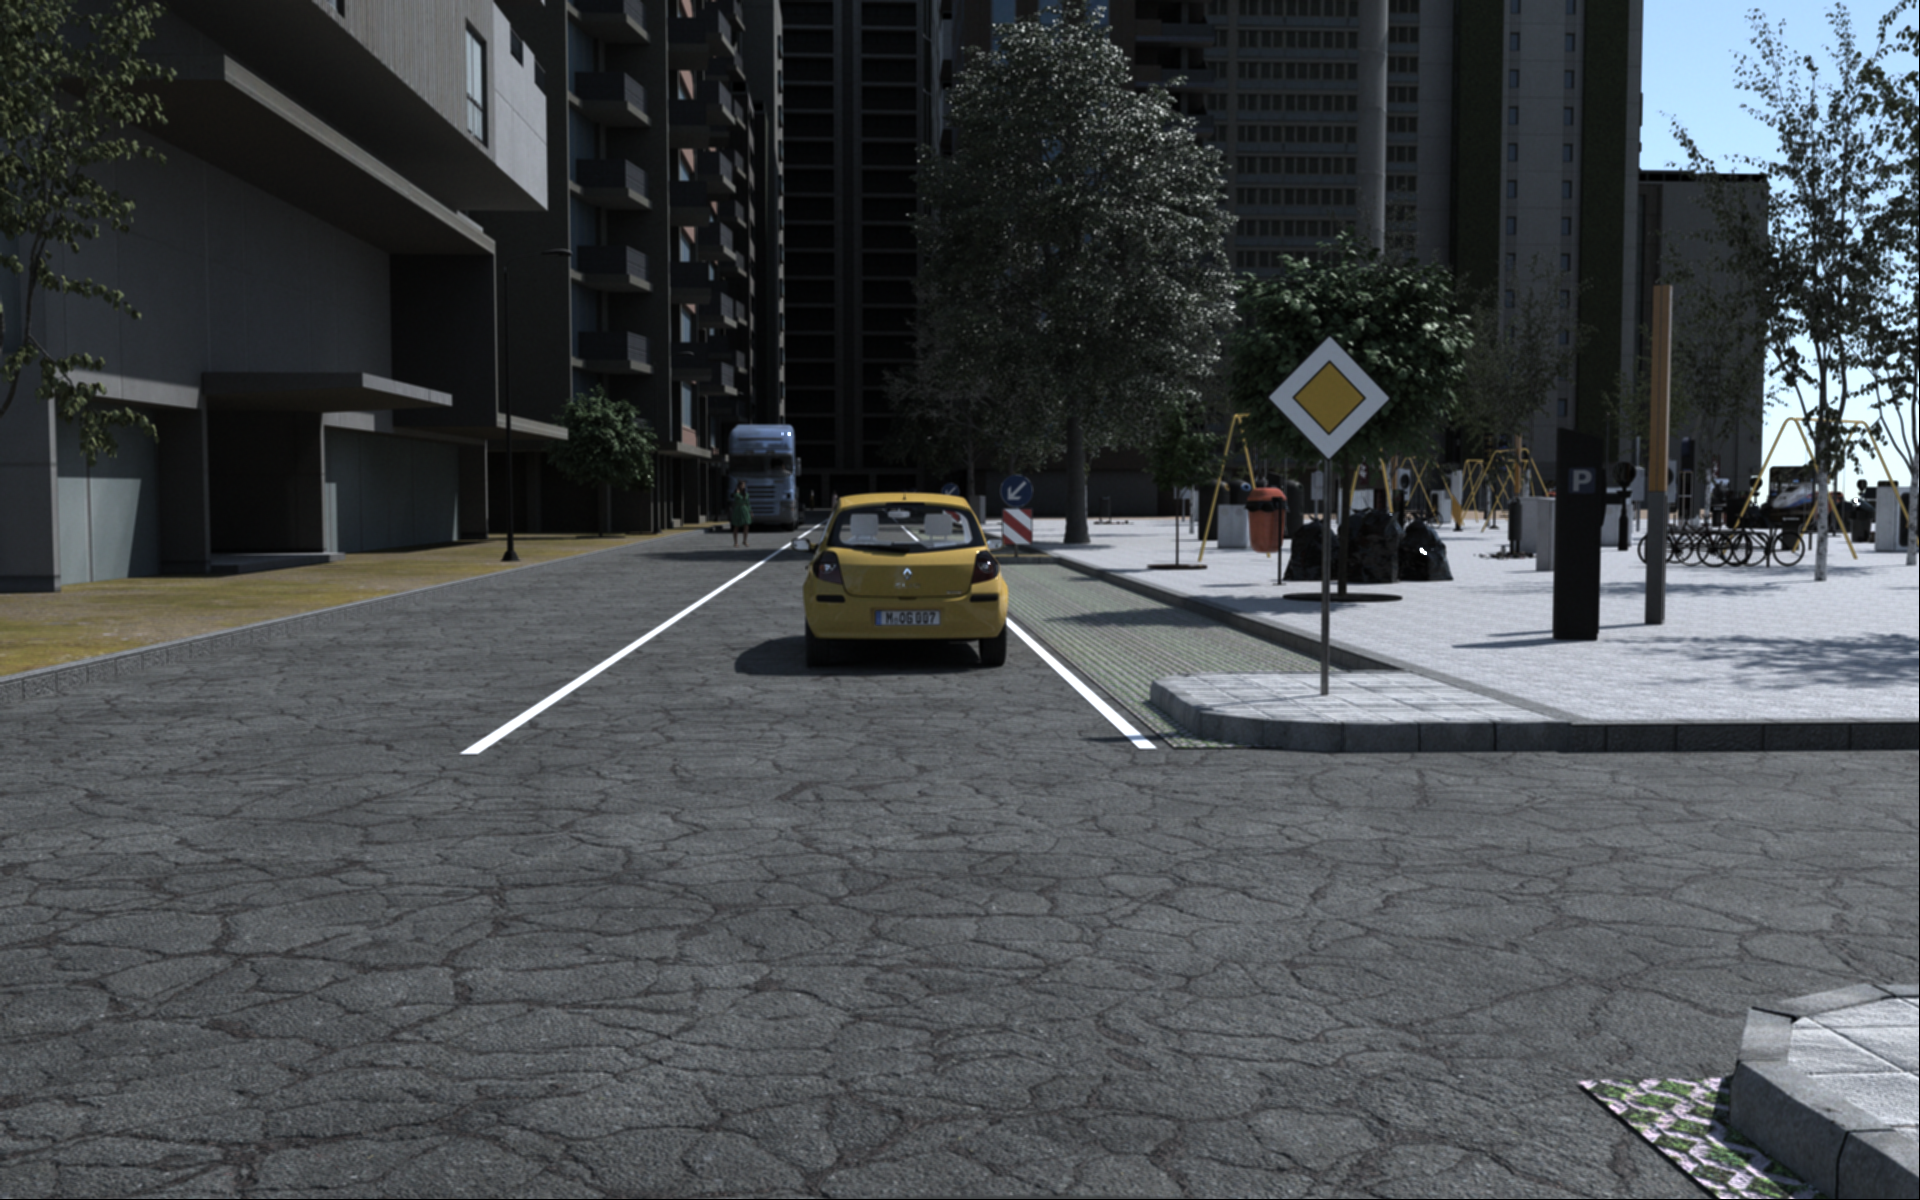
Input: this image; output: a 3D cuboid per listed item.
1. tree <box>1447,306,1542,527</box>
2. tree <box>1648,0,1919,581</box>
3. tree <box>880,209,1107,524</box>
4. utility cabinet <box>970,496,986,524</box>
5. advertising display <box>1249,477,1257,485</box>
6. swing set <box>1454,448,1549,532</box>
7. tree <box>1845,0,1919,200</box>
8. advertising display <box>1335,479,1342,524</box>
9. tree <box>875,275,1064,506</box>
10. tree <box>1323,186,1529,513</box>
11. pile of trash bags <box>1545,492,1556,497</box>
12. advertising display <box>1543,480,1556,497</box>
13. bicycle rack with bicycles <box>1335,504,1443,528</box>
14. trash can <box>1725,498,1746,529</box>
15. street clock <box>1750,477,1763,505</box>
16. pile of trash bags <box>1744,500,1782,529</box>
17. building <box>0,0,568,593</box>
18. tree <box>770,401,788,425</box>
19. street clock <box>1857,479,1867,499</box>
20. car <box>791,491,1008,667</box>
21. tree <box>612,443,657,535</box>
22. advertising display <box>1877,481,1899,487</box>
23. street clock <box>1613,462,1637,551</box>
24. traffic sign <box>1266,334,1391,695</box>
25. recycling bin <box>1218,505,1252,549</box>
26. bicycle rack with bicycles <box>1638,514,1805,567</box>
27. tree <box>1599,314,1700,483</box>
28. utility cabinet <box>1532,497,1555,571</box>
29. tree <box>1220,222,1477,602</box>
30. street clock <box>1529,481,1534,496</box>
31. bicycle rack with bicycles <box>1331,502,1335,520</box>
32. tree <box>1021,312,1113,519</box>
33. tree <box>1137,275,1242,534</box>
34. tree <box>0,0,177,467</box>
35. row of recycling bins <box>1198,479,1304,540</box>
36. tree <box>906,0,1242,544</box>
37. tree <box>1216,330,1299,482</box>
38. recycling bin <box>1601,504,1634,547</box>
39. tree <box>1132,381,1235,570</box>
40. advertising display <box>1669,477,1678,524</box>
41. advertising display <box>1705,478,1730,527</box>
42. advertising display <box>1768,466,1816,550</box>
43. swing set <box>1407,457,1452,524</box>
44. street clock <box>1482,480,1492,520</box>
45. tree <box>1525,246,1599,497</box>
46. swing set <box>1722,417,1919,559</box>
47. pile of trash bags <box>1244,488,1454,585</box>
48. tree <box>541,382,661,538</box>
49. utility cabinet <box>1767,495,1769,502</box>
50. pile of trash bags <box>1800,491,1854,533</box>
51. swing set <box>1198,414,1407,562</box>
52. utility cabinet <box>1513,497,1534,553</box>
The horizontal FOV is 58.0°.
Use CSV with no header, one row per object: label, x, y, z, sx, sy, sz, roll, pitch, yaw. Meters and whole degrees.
tree,20.517,-7.134,67.009,4.737,8.622,4.395,0,3,0
tree,12.506,-4.589,25.395,4.360,8.622,3.978,0,3,0
tree,2.210,-9.972,73.411,12.009,13.543,11.850,0,3,0
utility cabinet,0.765,-3.884,74.669,0.306,1.237,1.020,-2,4,-25
advertising display,10.911,-3.628,64.527,0.123,1.923,0.974,1,4,19
swing set,19.217,-3.839,60.388,2.862,2.851,3.119,0,4,-1
tree,10.568,-3.993,15.641,4.737,8.622,4.395,0,3,0
advertising display,16.434,-4.232,74.406,0.123,1.923,0.974,3,5,43
tree,0.428,-10.412,87.247,9.611,12.733,9.660,0,3,0
tree,10.450,-5.568,41.392,4.360,8.622,3.978,0,3,0
pile of trash bags,28.688,-4.284,79.798,3.447,1.369,1.912,2,4,25
advertising display,28.104,-4.700,82.060,0.974,1.923,0.123,0,4,3
bicycle rack with bicycles,16.250,-3.158,65.019,2.852,0.926,2.925,-2,4,-29
trash can,28.588,-3.194,63.871,0.748,1.137,0.748,0,3,0
street clock,33.946,-4.241,73.903,0.471,2.002,0.358,-1,4,-12
pile of trash bags,31.078,-3.344,64.432,3.447,1.369,1.912,0,4,5
building,-23.529,-27.117,32.595,28.713,52.752,27.495,0,4,-3
tree,-15.270,-11.194,133.379,4.360,8.622,3.978,0,3,0
street clock,44.628,-4.964,85.729,0.471,2.002,0.358,-2,4,-26
car,-0.550,-0.345,15.861,2.015,1.641,3.980,0,4,-4
tree,-10.098,-3.694,54.994,1.663,3.219,1.824,0,3,0
advertising display,45.057,-4.827,84.142,0.123,1.923,0.974,-2,4,-32
street clock,15.078,-2.126,39.326,0.471,2.002,0.358,2,4,30
traffic sign,2.325,-0.450,10.996,0.795,2.450,0.064,0,4,-3
recycling bin,6.557,-1.741,41.018,0.722,1.027,0.722,2,4,29
bicycle rack with bicycles,13.638,-1.092,31.231,2.925,0.926,2.852,1,4,14
tree,28.787,-7.417,71.636,4.737,8.622,4.395,0,3,0
utility cabinet,10.119,-1.096,29.075,1.020,1.237,0.306,-2,4,-34
tree,4.644,-2.284,21.056,4.285,4.588,4.351,0,3,0
street clock,28.162,-4.971,85.840,0.358,2.002,0.471,-2,4,-35
bicycle rack with bicycles,19.299,-4.416,85.578,2.852,0.926,2.925,1,4,18
tree,4.350,-6.911,63.359,4.737,8.622,4.395,0,3,0
tree,7.379,-6.443,55.713,4.360,8.622,3.978,0,3,0
tree,-8.633,-3.946,14.884,4.737,8.622,4.395,0,3,0
row of recycling bins,8.216,-2.563,49.013,3.534,1.692,1.069,-2,4,-31
tree,3.075,-8.443,44.693,9.857,13.997,8.962,0,3,0
tree,12.802,-7.565,74.049,4.737,8.622,4.395,0,3,0
recycling bin,16.179,-1.841,42.662,0.722,1.027,0.722,2,4,24
tree,3.741,-2.145,29.665,1.663,3.219,1.824,0,3,0
advertising display,25.881,-3.580,63.753,0.974,1.923,0.123,0,4,8
advertising display,29.478,-3.804,67.413,0.974,1.923,0.123,0,4,-7
advertising display,19.176,-2.124,39.937,0.974,1.923,0.123,3,5,40
swing set,18.998,-4.522,71.554,2.862,2.851,3.119,0,4,-5
street clock,26.432,-5.035,86.884,0.358,2.002,0.471,-1,4,-18
tree,16.648,-6.178,51.374,4.360,8.622,3.978,0,3,0
swing set,17.940,-2.351,36.052,3.119,2.851,2.862,-3,4,-36
pile of trash bags,5.532,-0.960,25.442,3.447,1.369,1.912,-2,4,-35
tree,-10.537,-4.105,50.826,4.285,4.588,4.351,0,3,0
utility cabinet,41.001,-4.624,86.760,1.020,1.237,0.306,0,4,8
pile of trash bags,28.714,-2.932,57.693,1.912,1.369,3.447,2,4,30
swing set,6.431,-2.174,33.170,3.119,2.851,2.862,3,4,38
utility cabinet,12.619,-1.633,37.865,1.020,1.237,0.306,1,4,17
